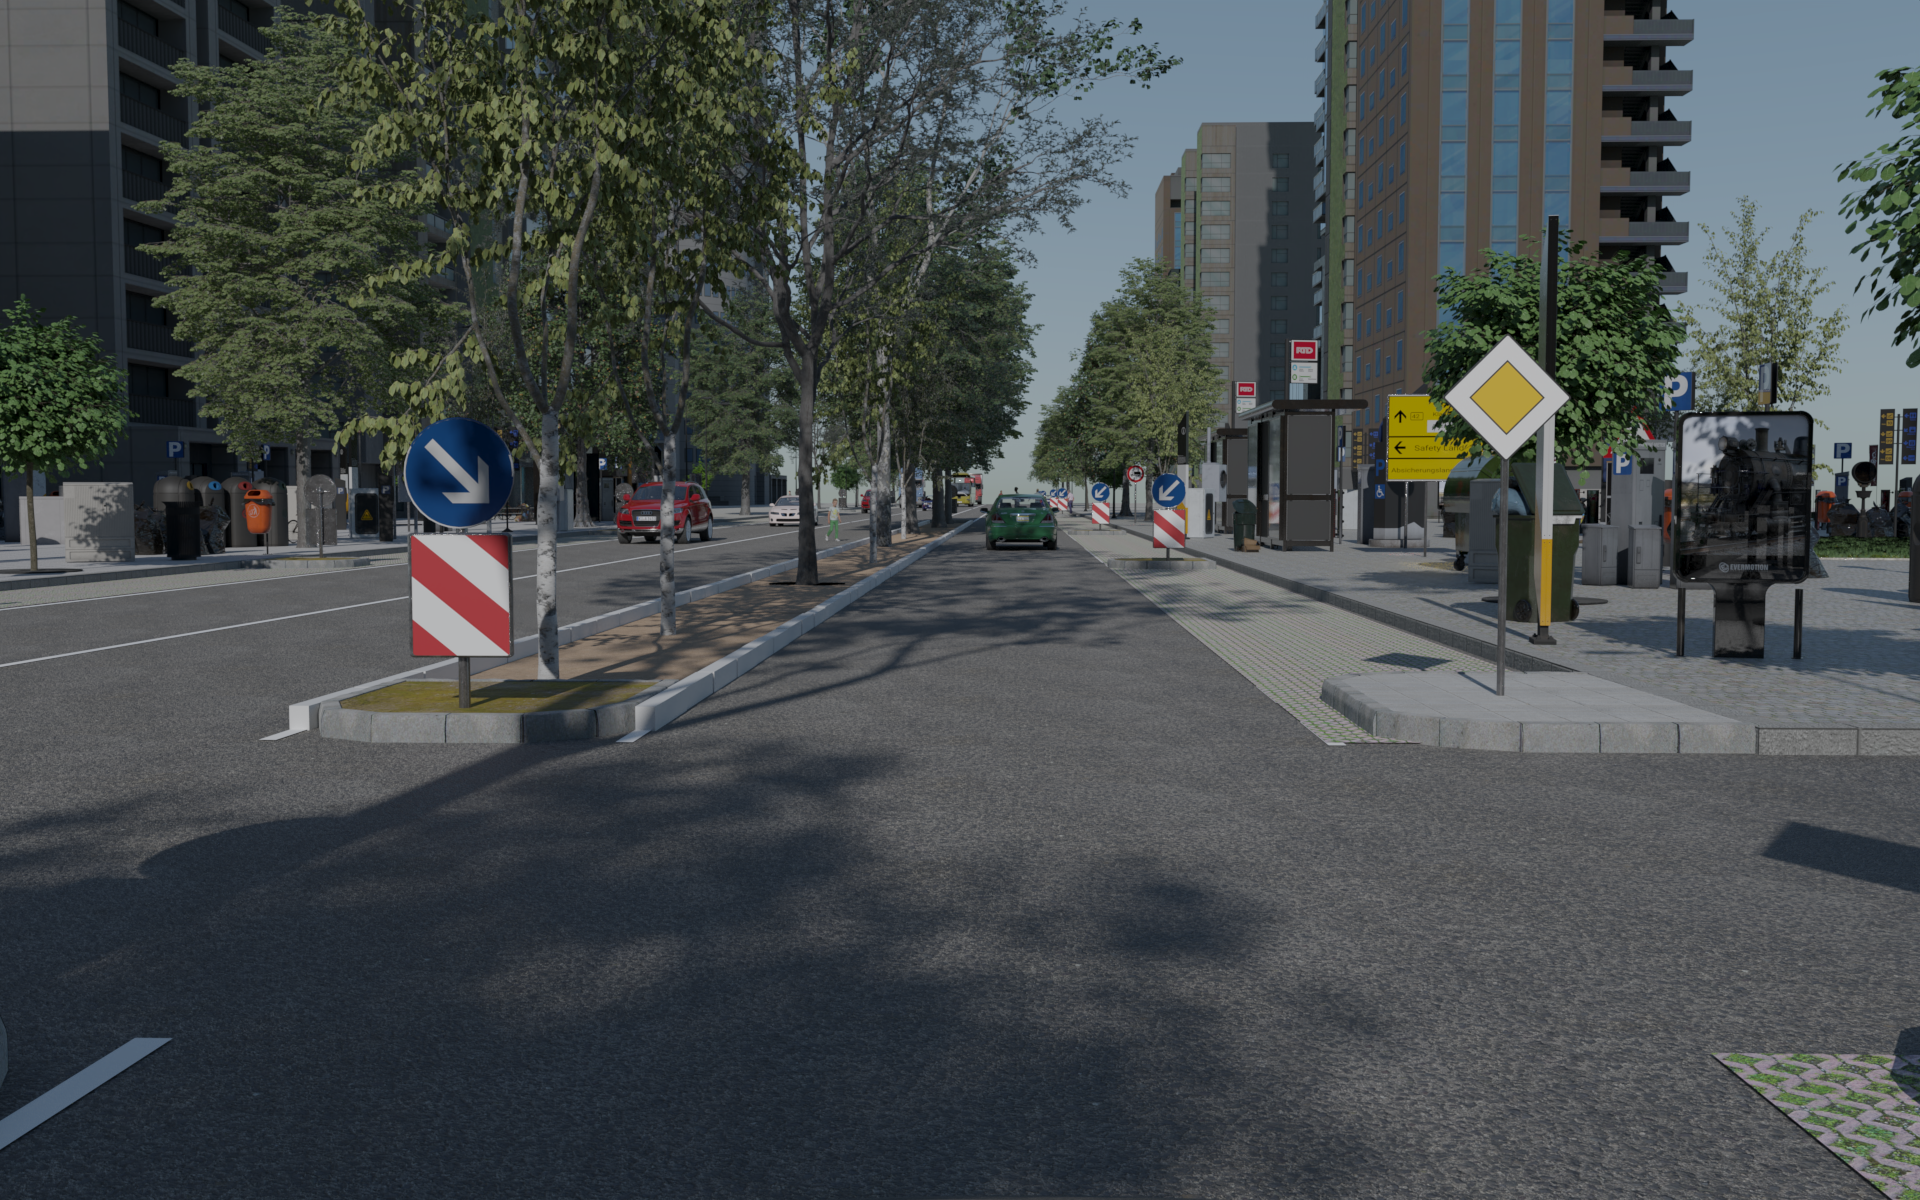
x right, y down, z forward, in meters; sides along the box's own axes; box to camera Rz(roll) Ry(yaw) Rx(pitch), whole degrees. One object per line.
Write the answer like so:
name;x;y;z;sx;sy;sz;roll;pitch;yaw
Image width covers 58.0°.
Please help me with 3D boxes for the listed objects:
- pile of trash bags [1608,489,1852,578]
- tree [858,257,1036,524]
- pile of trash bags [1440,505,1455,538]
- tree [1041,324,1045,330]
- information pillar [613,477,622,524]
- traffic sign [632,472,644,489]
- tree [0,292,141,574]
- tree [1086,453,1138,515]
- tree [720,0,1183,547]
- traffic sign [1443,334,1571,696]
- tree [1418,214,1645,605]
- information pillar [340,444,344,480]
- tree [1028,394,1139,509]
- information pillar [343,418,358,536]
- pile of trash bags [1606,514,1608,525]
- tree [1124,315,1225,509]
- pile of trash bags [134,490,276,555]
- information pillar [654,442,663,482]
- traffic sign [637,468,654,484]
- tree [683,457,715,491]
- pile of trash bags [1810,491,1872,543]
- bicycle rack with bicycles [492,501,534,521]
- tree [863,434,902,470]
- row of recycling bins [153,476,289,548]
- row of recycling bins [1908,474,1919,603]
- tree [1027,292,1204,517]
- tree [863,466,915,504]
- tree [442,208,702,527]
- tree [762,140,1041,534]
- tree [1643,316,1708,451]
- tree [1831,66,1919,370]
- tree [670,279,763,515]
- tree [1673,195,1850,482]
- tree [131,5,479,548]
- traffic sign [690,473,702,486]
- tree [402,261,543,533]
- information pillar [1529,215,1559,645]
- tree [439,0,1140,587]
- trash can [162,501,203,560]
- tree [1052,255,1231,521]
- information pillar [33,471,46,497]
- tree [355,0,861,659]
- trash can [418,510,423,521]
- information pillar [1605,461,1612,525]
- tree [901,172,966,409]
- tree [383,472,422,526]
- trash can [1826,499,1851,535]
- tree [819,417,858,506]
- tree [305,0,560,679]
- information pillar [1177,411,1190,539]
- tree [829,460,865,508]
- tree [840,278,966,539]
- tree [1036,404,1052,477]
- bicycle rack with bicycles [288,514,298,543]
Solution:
pile of trash bags;12.182;-1.096;27.667;1.912;1.369;3.447;-1;4;-9
tree;-0.468;-9.858;81.758;7.486;12.596;7.792;0;3;0
pile of trash bags;15.113;-2.532;51.149;1.912;1.369;3.447;0;4;-5
tree;-0.882;-10.022;72.970;9.857;13.997;8.962;0;3;0
information pillar;-14.910;-4.340;75.456;0.304;2.012;0.304;-2;4;-34
traffic sign;-15.391;-5.061;82.751;0.884;2.594;0.081;0;4;5
tree;-15.293;-2.735;28.438;4.285;4.588;4.351;0;3;0
tree;9.684;-7.632;108.502;4.285;4.588;4.351;0;3;0
tree;-0.868;-11.437;45.349;12.611;20.169;13.585;0;3;0
traffic sign;3.439;-0.448;10.966;0.795;2.450;0.064;0;4;2
tree;6.919;-2.247;20.453;4.285;4.588;4.351;0;3;0
information pillar;-26.002;-5.001;73.115;0.504;3.616;0.183;3;5;44
tree;10.961;-13.176;149.841;8.767;10.594;7.601;-1;4;-18
information pillar;-18.766;-3.806;53.576;0.183;3.616;0.504;0;4;3
pile of trash bags;13.680;-1.392;32.510;1.912;1.369;3.447;-2;4;-32
tree;8.505;-7.386;71.123;4.737;8.622;4.395;0;3;0
pile of trash bags;-16.111;-1.652;36.767;3.447;1.369;1.912;1;4;12
information pillar;-13.553;-5.290;77.846;0.504;3.616;0.183;3;4;36
traffic sign;-13.914;-4.678;76.595;0.768;2.556;0.104;1;4;9
tree;-13.818;-5.923;91.445;1.663;3.219;1.824;0;3;0
pile of trash bags;25.417;-2.404;49.051;1.912;1.369;3.447;-1;4;-10
bicycle rack with bicycles;-21.877;-4.378;84.955;2.925;0.926;2.852;0;4;-2
tree;-9.227;-16.346;201.675;8.767;10.594;7.601;2;4;29
row of recycling bins;-17.625;-2.092;41.325;1.069;1.692;3.534;2;4;27
row of recycling bins;12.900;-0.777;19.825;3.534;1.692;1.069;1;4;21
tree;9.569;-11.100;98.485;9.611;12.733;9.660;0;3;0
tree;-9.061;-19.412;234.397;9.611;12.733;9.660;0;3;0
tree;-14.701;-9.172;66.972;9.611;12.733;9.660;0;3;0
tree;-1.766;-9.332;61.686;9.857;13.997;8.962;0;3;0
tree;28.788;-7.450;72.169;4.360;8.622;3.978;0;3;0
tree;6.675;-1.584;9.607;4.285;4.588;4.351;0;3;0
tree;-12.969;-12.077;104.109;9.857;13.997;8.962;0;3;0
tree;19.658;-5.622;42.289;4.737;8.622;4.395;0;3;0
tree;-15.299;-7.498;40.719;7.486;12.596;7.792;0;3;0
traffic sign;-12.920;-5.048;84.670;0.606;2.300;0.079;0;4;6
tree;-15.059;-6.359;54.340;4.360;8.622;3.978;0;3;0
information pillar;5.024;-1.437;14.856;0.183;3.616;0.504;1;4;11
tree;-2.423;-6.977;26.903;12.009;13.543;11.850;0;3;0
trash can;-15.084;-1.344;33.633;0.748;1.137;0.748;0;3;0
tree;9.407;-10.073;82.813;7.486;12.596;7.792;0;3;0
information pillar;-30.534;-4.033;57.294;0.183;3.616;0.504;3;5;41
tree;-2.984;-3.955;17.491;4.737;8.622;4.395;0;3;0
trash can;-25.662;-4.326;82.390;0.748;1.137;0.748;0;3;0
information pillar;14.682;-2.098;38.793;0.304;2.012;0.304;-1;4;-12
tree;-1.826;-5.071;35.724;4.737;8.622;4.395;0;3;0
tree;-22.519;-4.671;70.979;1.663;3.219;1.824;0;3;0
trash can;27.007;-2.547;53.295;0.748;1.137;0.748;0;3;0
tree;-11.129;-16.042;180.405;7.486;12.596;7.792;0;3;0
tree;-3.045;-3.660;12.663;4.737;8.622;4.395;0;3;0
information pillar;6.323;-3.531;49.079;0.183;3.616;0.504;-2;4;-23
tree;-10.758;-11.034;164.125;4.285;4.588;4.351;0;3;0
tree;-1.774;-6.212;54.386;4.360;8.622;3.978;0;3;0
tree;11.215;-16.068;180.841;7.486;12.596;7.792;0;3;0
bicycle rack with bicycles;-17.887;-1.969;45.576;2.852;0.926;2.925;1;4;8
